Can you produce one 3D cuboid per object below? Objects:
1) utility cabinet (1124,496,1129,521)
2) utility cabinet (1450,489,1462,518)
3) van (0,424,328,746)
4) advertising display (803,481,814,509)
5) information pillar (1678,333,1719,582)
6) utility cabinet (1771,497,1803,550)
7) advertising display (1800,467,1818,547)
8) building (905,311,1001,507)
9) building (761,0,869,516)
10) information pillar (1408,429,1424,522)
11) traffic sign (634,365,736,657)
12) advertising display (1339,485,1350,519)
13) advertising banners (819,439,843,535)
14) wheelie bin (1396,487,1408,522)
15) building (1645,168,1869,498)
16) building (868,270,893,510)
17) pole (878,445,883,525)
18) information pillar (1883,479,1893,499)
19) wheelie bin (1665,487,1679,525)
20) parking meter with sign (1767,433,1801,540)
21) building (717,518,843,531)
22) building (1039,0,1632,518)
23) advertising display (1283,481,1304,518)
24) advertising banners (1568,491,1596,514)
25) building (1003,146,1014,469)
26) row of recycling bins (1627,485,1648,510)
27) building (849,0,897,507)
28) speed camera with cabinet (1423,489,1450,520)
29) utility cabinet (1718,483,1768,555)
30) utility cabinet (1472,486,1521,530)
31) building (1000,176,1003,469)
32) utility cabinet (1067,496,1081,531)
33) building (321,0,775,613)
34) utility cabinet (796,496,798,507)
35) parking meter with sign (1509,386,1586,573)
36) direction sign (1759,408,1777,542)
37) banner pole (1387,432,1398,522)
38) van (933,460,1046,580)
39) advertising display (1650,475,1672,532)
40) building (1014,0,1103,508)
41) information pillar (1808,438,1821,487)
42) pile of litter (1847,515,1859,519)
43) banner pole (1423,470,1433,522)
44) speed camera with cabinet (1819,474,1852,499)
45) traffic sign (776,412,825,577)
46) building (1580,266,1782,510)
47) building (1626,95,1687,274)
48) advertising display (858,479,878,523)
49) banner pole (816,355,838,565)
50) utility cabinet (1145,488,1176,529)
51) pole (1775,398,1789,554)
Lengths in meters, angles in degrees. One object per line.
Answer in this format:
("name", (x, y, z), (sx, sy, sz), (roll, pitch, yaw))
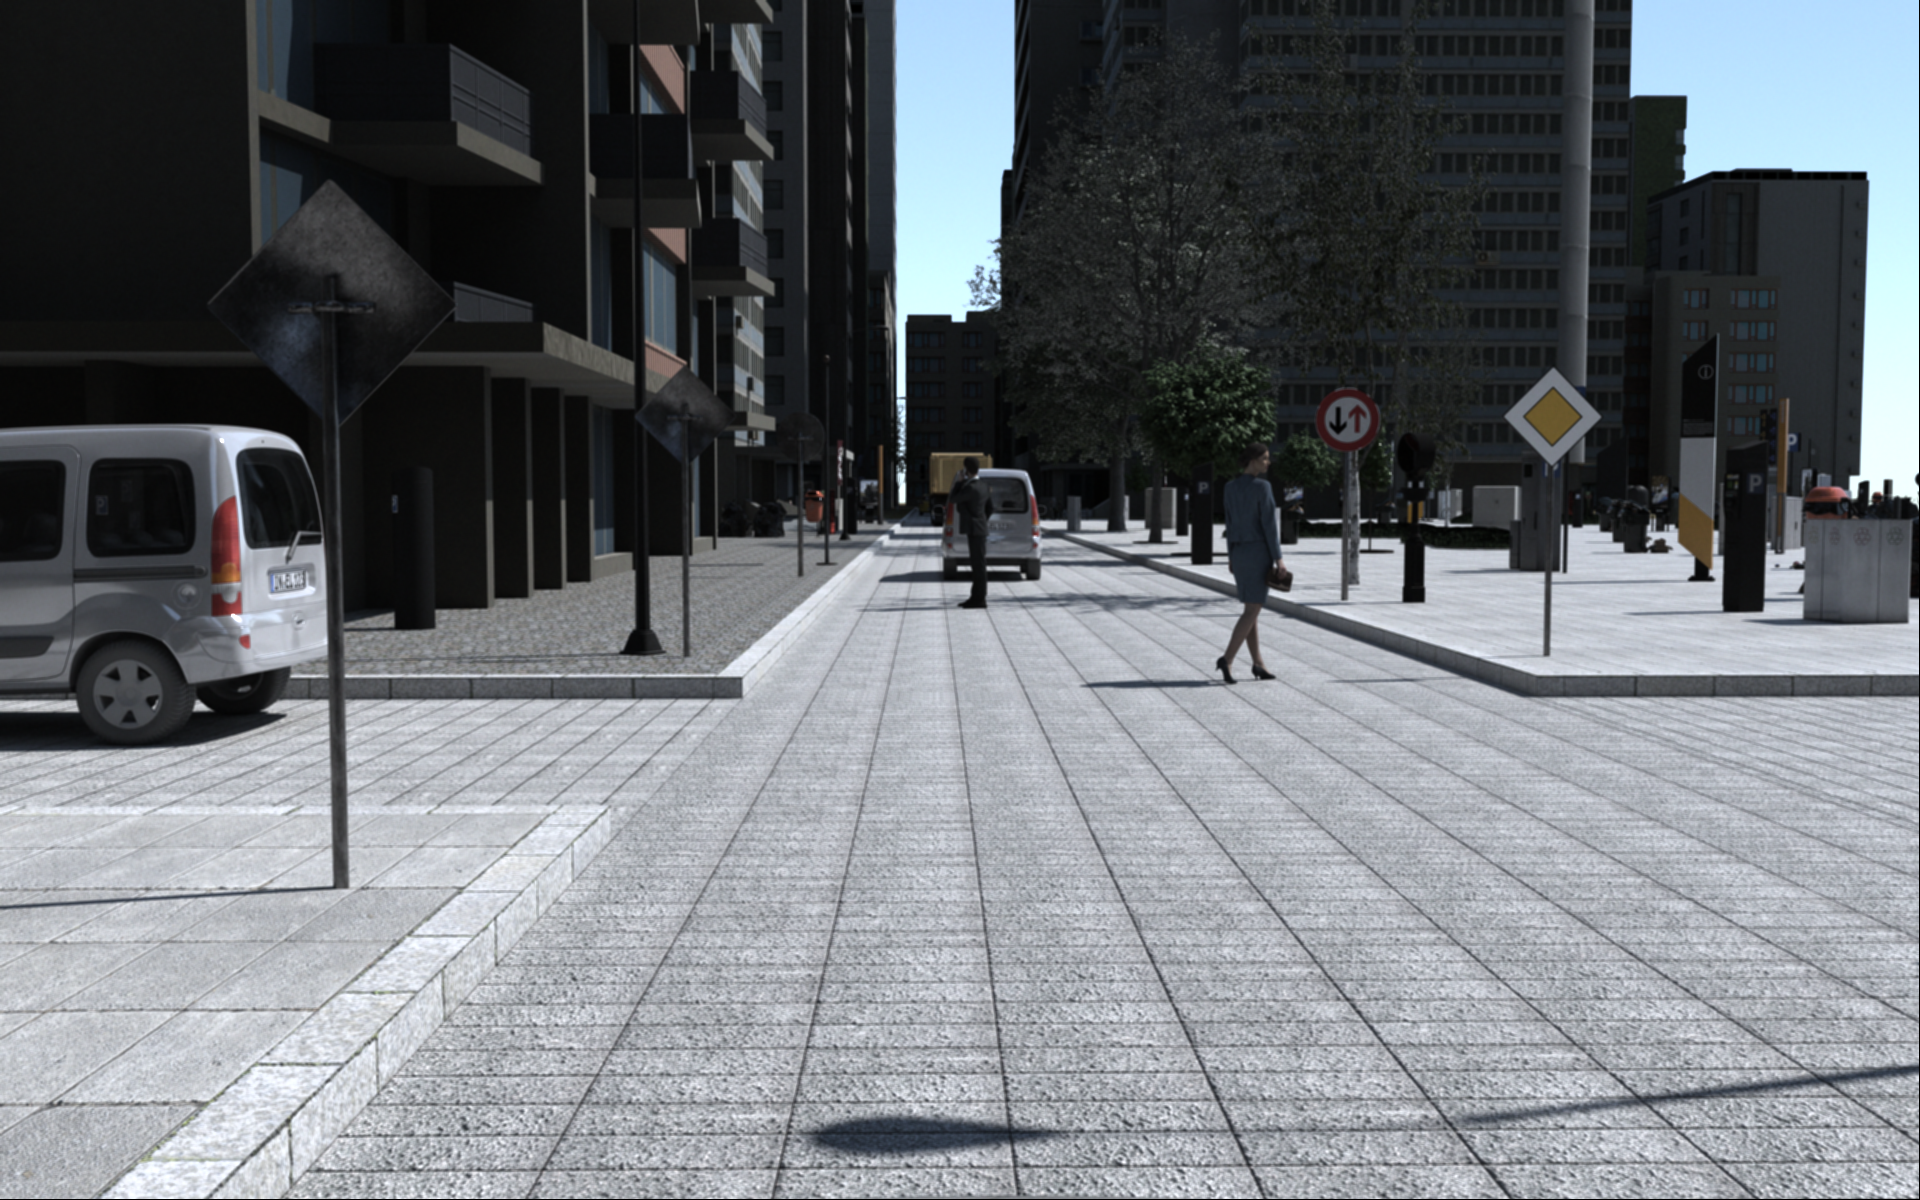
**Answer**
("utility cabinet", (7.789, -4.407, 83.212), (0.306, 1.237, 1.020), (2, 4, 30))
("utility cabinet", (22.404, -4.251, 78.189), (0.318, 1.500, 1.173), (2, 4, 27))
("van", (-6.061, -0.219, 10.591), (4.112, 2.044, 2.013), (0, 4, 1))
("advertising display", (-7.673, -4.971, 86.494), (0.974, 1.923, 0.123), (3, 5, 40))
("information pillar", (10.874, -2.088, 25.491), (0.504, 3.616, 0.183), (2, 4, 33))
("utility cabinet", (19.136, -1.769, 40.084), (1.020, 1.237, 0.306), (-3, 5, -42))
("advertising display", (20.616, -2.256, 42.099), (0.123, 1.923, 0.974), (1, 4, 11))
("building", (8.743, -20.963, 187.790), (28.899, 21.520, 27.650), (0, 4, -1))
("building", (-12.361, -19.878, 96.701), (14.160, 30.474, 14.107), (0, 4, -1))
("information pillar", (14.576, -3.919, 55.434), (0.504, 3.616, 0.183), (1, 4, 10))
("traffic sign", (-2.147, -0.607, 13.567), (0.795, 2.450, 0.064), (0, 4, -1))
("advertising display", (19.887, -5.111, 88.778), (0.974, 1.923, 0.123), (3, 5, 41))
("advertising banners", (-4.072, -3.588, 54.844), (0.090, 3.025, 2.074), (1, 4, 18))
("wheelie bin", (19.794, -4.234, 77.141), (0.693, 1.594, 0.980), (2, 4, 29))
("building", (71.799, -23.598, 157.531), (14.107, 30.474, 14.160), (0, 4, -1))
("building", (-20.594, -18.690, 150.622), (28.899, 21.520, 27.650), (0, 4, -1))
("pole", (-3.331, -4.808, 72.456), (0.158, 3.312, 0.155), (0, 3, 0))
("information pillar", (46.124, -4.992, 86.114), (0.304, 2.012, 0.304), (-2, 4, -35))
("wheelie bin", (30.065, -3.985, 73.066), (0.693, 1.594, 0.980), (-2, 4, -27))
("parking meter with sign", (22.866, -3.226, 49.012), (1.738, 3.016, 0.543), (-1, 4, -19))
("building", (-20.516, -22.915, 66.548), (32.217, 40.220, 23.993), (0, 4, -1))
("building", (21.175, -25.051, 101.457), (32.217, 40.220, 23.993), (0, 4, -1))
("advertising display", (15.936, -4.746, 82.817), (0.974, 1.923, 0.123), (0, 4, 0))
("advertising banners", (27.271, -4.955, 77.203), (2.074, 3.025, 0.090), (1, 4, 9))
("building", (11.187, -22.699, 142.828), (14.160, 30.474, 14.107), (0, 4, -1))
("row of recycling bins", (32.382, -4.695, 83.870), (1.069, 1.692, 3.534), (0, 4, 4))
("building", (-20.763, -39.174, 182.499), (28.212, 58.520, 21.231), (0, 4, -1))
("speed camera with cabinet", (23.787, -5.604, 85.959), (2.038, 3.252, 0.660), (0, 4, -4))
("utility cabinet", (16.422, -1.689, 36.288), (1.173, 1.500, 0.318), (-2, 4, -30))
("utility cabinet", (14.916, -2.423, 48.294), (1.173, 1.500, 0.318), (2, 4, 35))
("building", (10.612, -23.560, 156.901), (14.160, 30.474, 14.107), (0, 4, -1))
("utility cabinet", (3.964, -2.990, 60.043), (0.306, 1.237, 1.020), (1, 4, 15))
("building", (-15.109, -22.982, 30.382), (22.147, 44.769, 28.867), (0, 4, -1))
("utility cabinet", (-7.777, -4.682, 87.709), (1.020, 1.237, 0.306), (1, 4, 20))
("parking meter with sign", (9.702, -1.993, 28.841), (0.543, 3.016, 1.738), (-1, 4, -8))
("direction sign", (21.525, -3.315, 46.200), (0.379, 3.537, 0.876), (0, 4, -1))
("banner pole", (17.416, -4.887, 69.916), (0.401, 3.779, 0.863), (1, 4, 23))
("van", (0.527, -1.423, 30.277), (2.013, 2.044, 4.112), (0, 4, 0))
("advertising display", (24.023, -3.313, 59.373), (0.123, 1.923, 0.974), (-1, 4, -13))
("building", (15.044, -30.614, 124.238), (21.300, 48.544, 21.600), (0, 4, -1))
("information pillar", (36.000, -4.997, 73.051), (0.504, 3.616, 0.183), (0, 4, -8))
("pile of litter", (17.733, -1.233, 34.123), (1.719, 0.858, 1.176), (1, 4, 18))
("banner pole", (21.513, -5.523, 80.325), (0.863, 3.779, 0.401), (1, 4, 10))
("speed camera with cabinet", (39.877, -5.194, 79.259), (0.660, 3.252, 2.038), (-1, 4, -12))
("traffic sign", (-2.481, -1.638, 26.892), (0.768, 2.556, 0.104), (0, 4, 7))
("building", (50.262, -18.708, 150.915), (28.899, 21.520, 27.650), (0, 4, -1))
("building", (65.717, -30.437, 181.238), (14.086, 41.232, 14.154), (0, 4, -1))
("advertising display", (-3.966, -4.309, 75.663), (0.974, 1.923, 0.123), (-2, 4, -28))
("banner pole", (-2.426, -2.540, 31.542), (0.401, 3.779, 0.863), (0, 4, -4))
("utility cabinet", (7.296, -3.322, 62.989), (1.173, 1.500, 0.318), (3, 5, 39))
("pole", (17.576, -2.641, 37.031), (0.158, 3.312, 0.155), (0, 3, 0))
